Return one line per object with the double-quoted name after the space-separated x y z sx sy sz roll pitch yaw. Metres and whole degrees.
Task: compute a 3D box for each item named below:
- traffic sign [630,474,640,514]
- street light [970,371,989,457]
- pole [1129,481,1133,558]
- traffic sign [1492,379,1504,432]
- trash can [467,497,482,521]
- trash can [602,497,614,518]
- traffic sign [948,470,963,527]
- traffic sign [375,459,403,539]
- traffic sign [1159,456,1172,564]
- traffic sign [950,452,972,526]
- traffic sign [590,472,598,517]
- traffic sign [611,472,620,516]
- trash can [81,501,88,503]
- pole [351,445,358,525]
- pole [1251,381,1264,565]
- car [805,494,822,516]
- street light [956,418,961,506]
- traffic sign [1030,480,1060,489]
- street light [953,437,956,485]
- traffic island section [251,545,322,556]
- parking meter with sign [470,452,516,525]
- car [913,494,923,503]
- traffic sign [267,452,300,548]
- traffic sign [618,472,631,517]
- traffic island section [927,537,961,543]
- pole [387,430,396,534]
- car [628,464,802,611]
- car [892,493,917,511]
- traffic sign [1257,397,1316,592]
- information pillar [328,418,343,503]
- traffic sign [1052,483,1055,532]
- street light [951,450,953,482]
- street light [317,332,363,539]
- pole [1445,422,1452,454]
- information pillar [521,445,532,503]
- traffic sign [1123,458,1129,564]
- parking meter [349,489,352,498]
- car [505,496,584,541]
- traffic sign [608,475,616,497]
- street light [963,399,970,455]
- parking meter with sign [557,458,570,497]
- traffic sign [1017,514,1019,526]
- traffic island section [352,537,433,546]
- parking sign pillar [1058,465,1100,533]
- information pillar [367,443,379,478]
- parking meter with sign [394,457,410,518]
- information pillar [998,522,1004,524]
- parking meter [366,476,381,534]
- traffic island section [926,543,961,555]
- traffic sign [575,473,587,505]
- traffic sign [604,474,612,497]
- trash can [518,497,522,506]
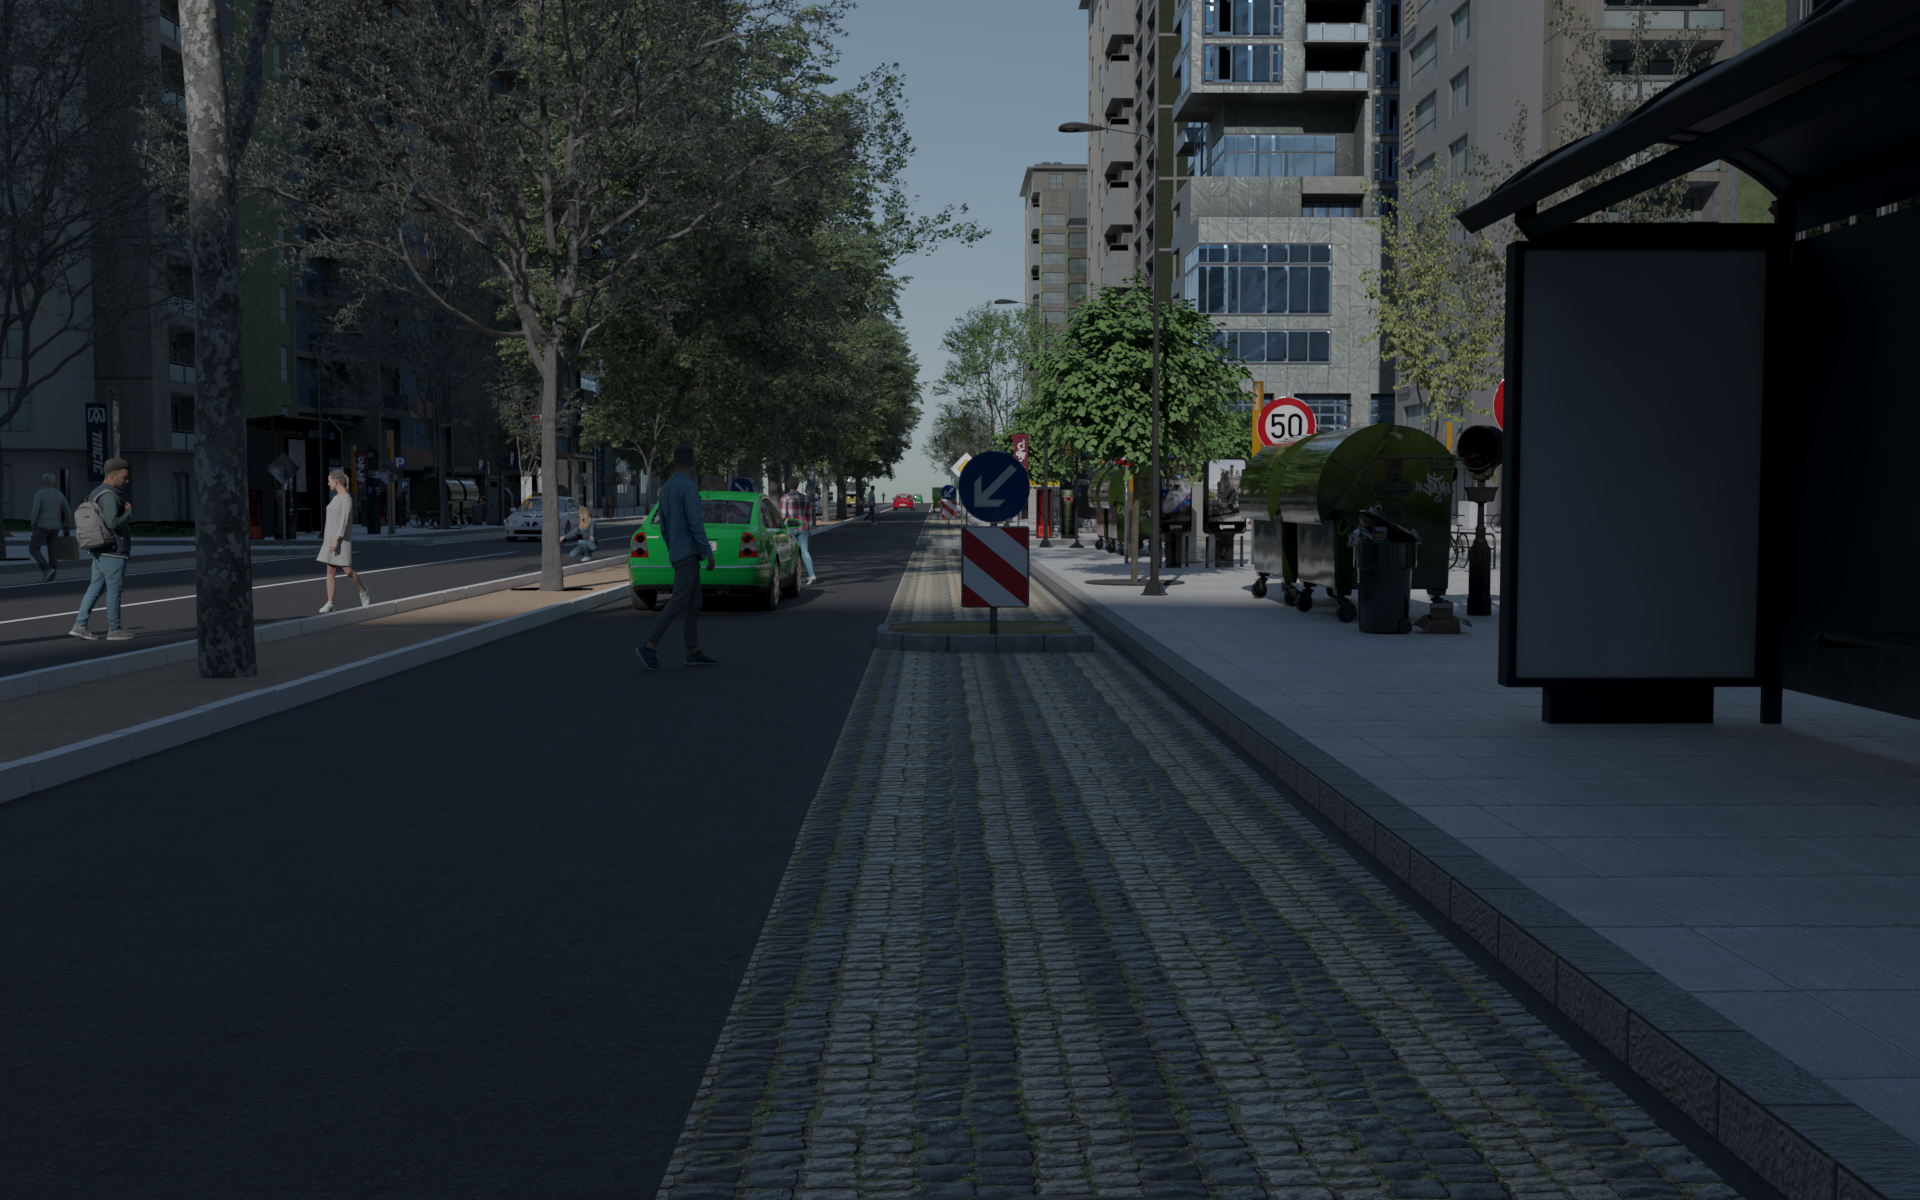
-20.885 -6.790 111.130 0.768 2.556 0.104 0 4 3 "traffic sign"
1.228 -5.680 65.416 1.470 5.913 1.316 0 4 -1 "street light"
3.432 -2.503 34.775 0.158 3.312 0.155 0 3 0 "pole"
5.722 -1.061 17.457 0.768 2.556 0.104 0 3 0 "traffic sign"
-21.772 -4.028 77.516 0.748 1.137 0.748 0 3 0 "trash can"
-18.673 -4.909 91.910 0.748 1.137 0.748 0 3 0 "trash can"
0.047 -2.814 49.647 0.795 2.450 0.064 0 4 -1 "traffic sign"
-16.296 -2.801 49.444 0.795 2.450 0.064 0 4 -1 "traffic sign"
3.668 -1.930 31.663 0.768 2.556 0.104 0 4 1 "traffic sign"
0.157 -2.325 41.663 0.795 2.450 0.064 0 4 -1 "traffic sign"
-20.459 -5.864 95.982 0.768 2.556 0.104 0 4 4 "traffic sign"
-19.733 -6.086 99.614 0.768 2.556 0.104 0 4 7 "traffic sign"
-18.999 -1.627 38.260 0.748 1.137 0.748 0 3 0 "trash can"
-25.348 -4.810 72.480 0.158 3.312 0.155 0 3 0 "pole"
5.381 -2.293 31.340 0.158 3.312 0.155 0 3 0 "pole"
-10.128 -6.324 115.407 2.014 1.417 4.499 0 4 -1 "car"
0.643 -8.067 104.431 1.470 5.913 1.316 0 4 -1 "street light"
3.577 -4.182 62.255 2.265 3.308 0.079 0 4 8 "traffic sign"
0.450 -9.260 123.940 1.470 5.913 1.316 0 4 -1 "street light"
-16.209 -1.177 41.521 2.009 0.180 2.903 0 4 -1 "traffic island section"
-19.208 -4.593 71.360 1.738 3.016 0.543 -2 4 -30 "parking meter with sign"
-6.972 -16.732 282.356 1.959 1.807 4.718 0 4 -3 "car"
-16.186 -2.313 41.459 0.795 2.450 0.064 0 4 -1 "traffic sign"
-18.989 -5.988 98.010 0.768 2.556 0.104 0 4 3 "traffic sign"
0.071 -1.679 49.725 2.009 0.180 2.903 0 4 -1 "traffic island section"
-18.208 -3.766 55.416 0.158 3.312 0.155 0 3 0 "pole"
-3.121 -0.849 22.683 1.959 1.807 4.718 0 4 1 "car"
-4.830 -8.591 149.498 2.155 1.783 4.494 0 4 1 "car"
4.274 -1.384 22.736 0.768 2.556 0.104 1 4 8 "traffic sign"
-19.275 -3.801 53.495 0.504 3.616 0.183 1 4 21 "information pillar"
3.178 -3.599 58.954 0.768 2.556 0.104 1 4 9 "traffic sign"
0.252 -10.293 140.825 1.470 5.913 1.316 0 4 -1 "street light"
-17.758 -4.715 49.634 1.470 5.913 1.316 0 4 -1 "street light"
13.793 -3.370 48.950 0.158 3.312 0.155 0 3 0 "pole"
-20.599 -5.557 82.219 0.504 3.616 0.183 -2 4 -25 "information pillar"
3.070 -1.942 31.864 0.768 2.556 0.104 0 4 8 "traffic sign"
-26.516 -4.110 75.615 0.372 1.533 0.369 0 3 0 "parking meter"
-12.828 -2.542 53.928 2.083 1.381 4.827 0 4 -1 "car"
-22.198 -6.780 110.959 0.768 2.556 0.104 0 4 3 "traffic sign"
1.004 -6.874 84.925 1.470 5.913 1.316 0 4 -1 "street light"
-19.581 -5.302 82.945 1.738 3.016 0.543 -1 4 -10 "parking meter with sign"
1.928 -3.495 57.155 0.884 2.594 0.081 0 4 6 "traffic sign"
-16.319 -1.665 49.505 2.009 0.180 2.903 0 4 -1 "traffic island section"
3.946 -4.195 57.055 1.447 3.967 1.447 2 4 32 "parking sign pillar"
-26.710 -5.348 78.787 0.504 3.616 0.183 -2 4 -25 "information pillar"
-25.952 -5.165 80.708 0.543 3.016 1.738 -2 4 -26 "parking meter with sign"
1.681 -4.281 74.489 0.304 2.012 0.304 -3 4 -36 "information pillar"
-18.736 -3.036 55.352 0.399 1.863 0.255 1 4 23 "parking meter"
0.180 -1.190 41.740 2.009 0.180 2.903 0 4 -1 "traffic island section"
-18.503 -5.041 84.558 0.606 2.300 0.079 0 4 2 "traffic sign"
-22.480 -6.799 111.275 0.768 2.556 0.104 0 4 3 "traffic sign"
-22.313 -4.721 88.841 0.748 1.137 0.748 0 3 0 "trash can"
